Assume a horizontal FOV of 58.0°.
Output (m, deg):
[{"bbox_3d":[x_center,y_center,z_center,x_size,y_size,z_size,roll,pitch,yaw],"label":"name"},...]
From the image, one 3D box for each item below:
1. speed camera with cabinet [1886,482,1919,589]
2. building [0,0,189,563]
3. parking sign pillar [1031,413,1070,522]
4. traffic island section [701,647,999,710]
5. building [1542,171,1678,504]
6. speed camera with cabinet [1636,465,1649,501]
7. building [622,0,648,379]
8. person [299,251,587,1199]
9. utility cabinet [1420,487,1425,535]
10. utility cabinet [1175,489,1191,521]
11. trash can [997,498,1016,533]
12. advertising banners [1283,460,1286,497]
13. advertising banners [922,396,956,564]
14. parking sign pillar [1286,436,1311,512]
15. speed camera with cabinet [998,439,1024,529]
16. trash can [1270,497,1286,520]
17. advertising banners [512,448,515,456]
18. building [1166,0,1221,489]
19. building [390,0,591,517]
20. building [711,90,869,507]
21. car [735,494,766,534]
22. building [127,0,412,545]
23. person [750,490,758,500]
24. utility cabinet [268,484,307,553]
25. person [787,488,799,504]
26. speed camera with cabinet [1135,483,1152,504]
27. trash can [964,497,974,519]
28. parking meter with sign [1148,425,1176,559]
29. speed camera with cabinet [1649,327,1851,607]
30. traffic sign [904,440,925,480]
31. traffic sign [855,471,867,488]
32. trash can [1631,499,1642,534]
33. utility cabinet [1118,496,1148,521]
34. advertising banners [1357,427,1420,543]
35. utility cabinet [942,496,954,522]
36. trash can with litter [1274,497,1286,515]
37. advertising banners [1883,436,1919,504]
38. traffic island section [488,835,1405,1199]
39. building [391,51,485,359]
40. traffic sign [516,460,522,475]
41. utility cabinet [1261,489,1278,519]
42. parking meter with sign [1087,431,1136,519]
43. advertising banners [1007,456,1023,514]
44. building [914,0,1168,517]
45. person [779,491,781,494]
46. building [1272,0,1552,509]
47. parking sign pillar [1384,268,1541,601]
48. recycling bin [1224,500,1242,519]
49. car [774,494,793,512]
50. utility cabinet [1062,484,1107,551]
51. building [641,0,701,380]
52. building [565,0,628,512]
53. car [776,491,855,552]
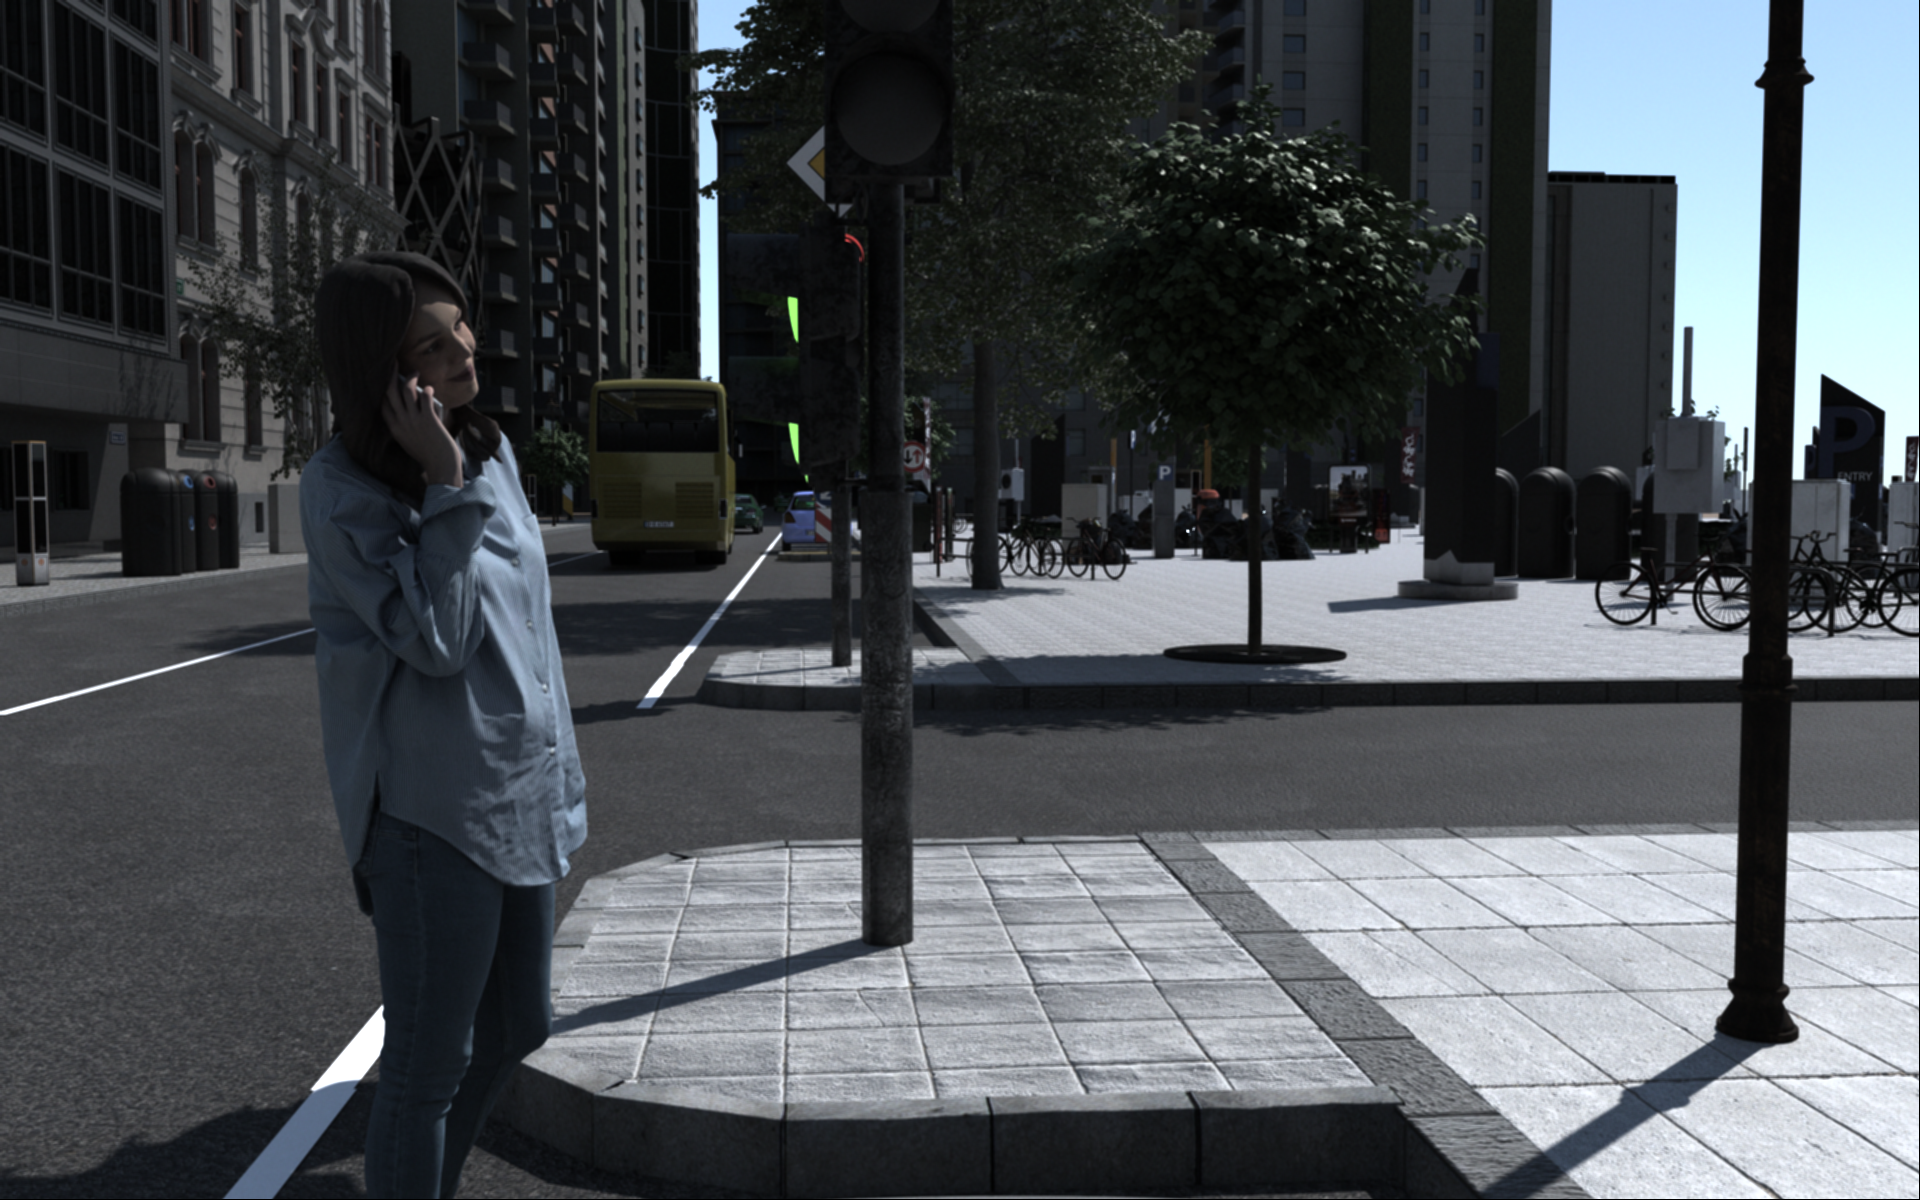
[{"bbox_3d":[13.749,-1.785,23.517,2.038,3.252,0.660,0,4,-6],"label":"speed camera with cabinet"},{"bbox_3d":[-22.693,-14.157,24.975,14.314,27.812,24.014,0,4,-5],"label":"building"},{"bbox_3d":[3.022,-4.245,57.882,1.447,3.967,1.447,2,4,32],"label":"parking sign pillar"},{"bbox_3d":[-0.861,0.571,12.939,2.009,0.180,2.903,0,4,-5],"label":"traffic island section"},{"bbox_3d":[55.565,-23.686,158.966,14.107,30.474,14.160,0,4,-5],"label":"building"},{"bbox_3d":[22.915,-3.767,55.929,2.038,3.252,0.660,-1,4,-9],"label":"speed camera with cabinet"},{"bbox_3d":[-38.139,-31.977,146.530,21.600,48.544,21.300,0,4,-5],"label":"building"},{"bbox_3d":[-0.845,0.365,2.795,0.793,1.790,0.793,-1,4,-23],"label":"person"},{"bbox_3d":[14.444,-2.762,53.832,0.318,1.500,1.173,1,4,14],"label":"utility cabinet"},{"bbox_3d":[9.088,-3.845,71.551,1.173,1.500,0.318,-2,4,-33],"label":"utility cabinet"},{"bbox_3d":[1.469,-2.797,57.384,0.748,1.137,0.748,0,3,0],"label":"trash can"},{"bbox_3d":[15.104,-5.166,80.646,0.090,3.025,2.074,1,4,13],"label":"advertising banners"},{"bbox_3d":[-0.398,-2.188,31.958,0.090,3.025,2.074,1,4,15],"label":"advertising banners"},{"bbox_3d":[12.400,-4.586,63.459,1.447,3.967,1.447,-1,4,-12],"label":"parking sign pillar"},{"bbox_3d":[1.483,-4.186,62.777,0.660,3.252,2.038,-2,4,-35],"label":"speed camera with cabinet"},{"bbox_3d":[14.452,-4.092,78.550,0.748,1.137,0.748,0,3,0],"label":"trash can"},{"bbox_3d":[-17.769,-4.239,65.493,2.074,3.025,0.090,1,4,9],"label":"advertising banners"},{"bbox_3d":[6.062,-28.746,124.615,22.147,44.769,28.867,0,4,-5],"label":"building"},{"bbox_3d":[-33.666,-27.245,100.081,22.147,44.769,28.867,0,4,-5],"label":"building"},{"bbox_3d":[-12.933,-32.375,183.956,28.867,44.769,22.147,0,4,-5],"label":"building"},{"bbox_3d":[-8.187,-3.160,63.459,2.131,1.459,4.920,0,4,-4],"label":"car"},{"bbox_3d":[-24.853,-15.976,48.595,14.401,28.519,23.554,0,4,-5],"label":"building"},{"bbox_3d":[-19.254,-9.276,160.190,1.348,1.821,0.705,2,4,24],"label":"person"},{"bbox_3d":[-14.386,-1.761,37.468,0.318,1.500,1.173,2,4,28],"label":"utility cabinet"},{"bbox_3d":[-8.384,-4.929,89.766,1.217,1.739,0.721,-1,4,-22],"label":"person"},{"bbox_3d":[9.518,-5.670,87.034,0.660,3.252,2.038,-2,4,-24],"label":"speed camera with cabinet"},{"bbox_3d":[0.543,-4.229,80.790,0.748,1.137,0.748,0,3,0],"label":"trash can"},{"bbox_3d":[4.099,-2.373,35.065,0.543,3.016,1.738,0,4,3],"label":"parking meter with sign"},{"bbox_3d":[9.269,-1.588,20.293,2.038,3.252,0.660,3,4,37],"label":"speed camera with cabinet"},{"bbox_3d":[-1.126,-2.517,41.264,0.768,2.556,0.104,0,4,3],"label":"traffic sign"},{"bbox_3d":[-4.820,-5.225,85.532,0.768,2.556,0.104,0,4,0],"label":"traffic sign"},{"bbox_3d":[17.811,-2.087,45.781,0.748,1.137,0.748,0,3,0],"label":"trash can"},{"bbox_3d":[5.724,-2.819,57.250,1.020,1.237,0.306,-2,4,-31],"label":"utility cabinet"},{"bbox_3d":[10.905,-2.981,44.921,2.074,3.025,0.090,0,4,-4],"label":"advertising banners"},{"bbox_3d":[-0.653,-3.805,73.372,0.306,1.237,1.020,-2,4,-31],"label":"utility cabinet"},{"bbox_3d":[12.947,-3.477,68.236,1.055,1.170,0.624,-2,4,-28],"label":"trash can with litter"},{"bbox_3d":[28.467,-3.470,52.922,0.090,3.025,2.074,-1,4,-14],"label":"advertising banners"},{"bbox_3d":[-0.186,1.058,4.982,2.009,0.180,2.903,0,4,-5],"label":"traffic island section"},{"bbox_3d":[-27.967,-12.336,69.153,16.820,18.784,16.811,0,4,-5],"label":"building"},{"bbox_3d":[-16.136,-3.802,62.265,0.768,2.556,0.104,0,4,3],"label":"traffic sign"},{"bbox_3d":[14.121,-4.376,80.225,1.173,1.500,0.318,0,4,-5],"label":"utility cabinet"},{"bbox_3d":[3.792,-3.071,46.465,1.738,3.016,0.543,1,4,19],"label":"parking meter with sign"},{"bbox_3d":[2.131,-5.185,80.955,2.074,3.025,0.090,3,5,43],"label":"advertising banners"},{"bbox_3d":[4.178,-25.655,103.051,14.154,41.232,14.086,0,4,-5],"label":"building"},{"bbox_3d":[-16.813,-9.334,162.053,0.756,1.711,0.436,-2,4,-28],"label":"person"},{"bbox_3d":[34.761,-37.372,153.026,28.212,58.520,21.231,0,4,-5],"label":"building"},{"bbox_3d":[6.180,-2.014,21.397,1.447,3.967,1.447,0,4,-5],"label":"parking sign pillar"},{"bbox_3d":[12.408,-4.042,78.644,0.722,1.027,0.722,0,4,1],"label":"recycling bin"},{"bbox_3d":[-14.338,-8.173,142.426,1.959,1.807,4.718,0,4,-4],"label":"car"},{"bbox_3d":[2.705,-1.767,37.571,0.318,1.500,1.173,-3,4,-37],"label":"utility cabinet"},{"bbox_3d":[-38.172,-45.412,180.734,20.611,71.187,20.563,0,4,-5],"label":"building"},{"bbox_3d":[-31.304,-26.808,121.901,14.154,41.232,14.086,0,4,-5],"label":"building"},{"bbox_3d":[-3.541,-2.018,42.587,1.945,1.707,3.694,0,4,-6],"label":"car"}]
